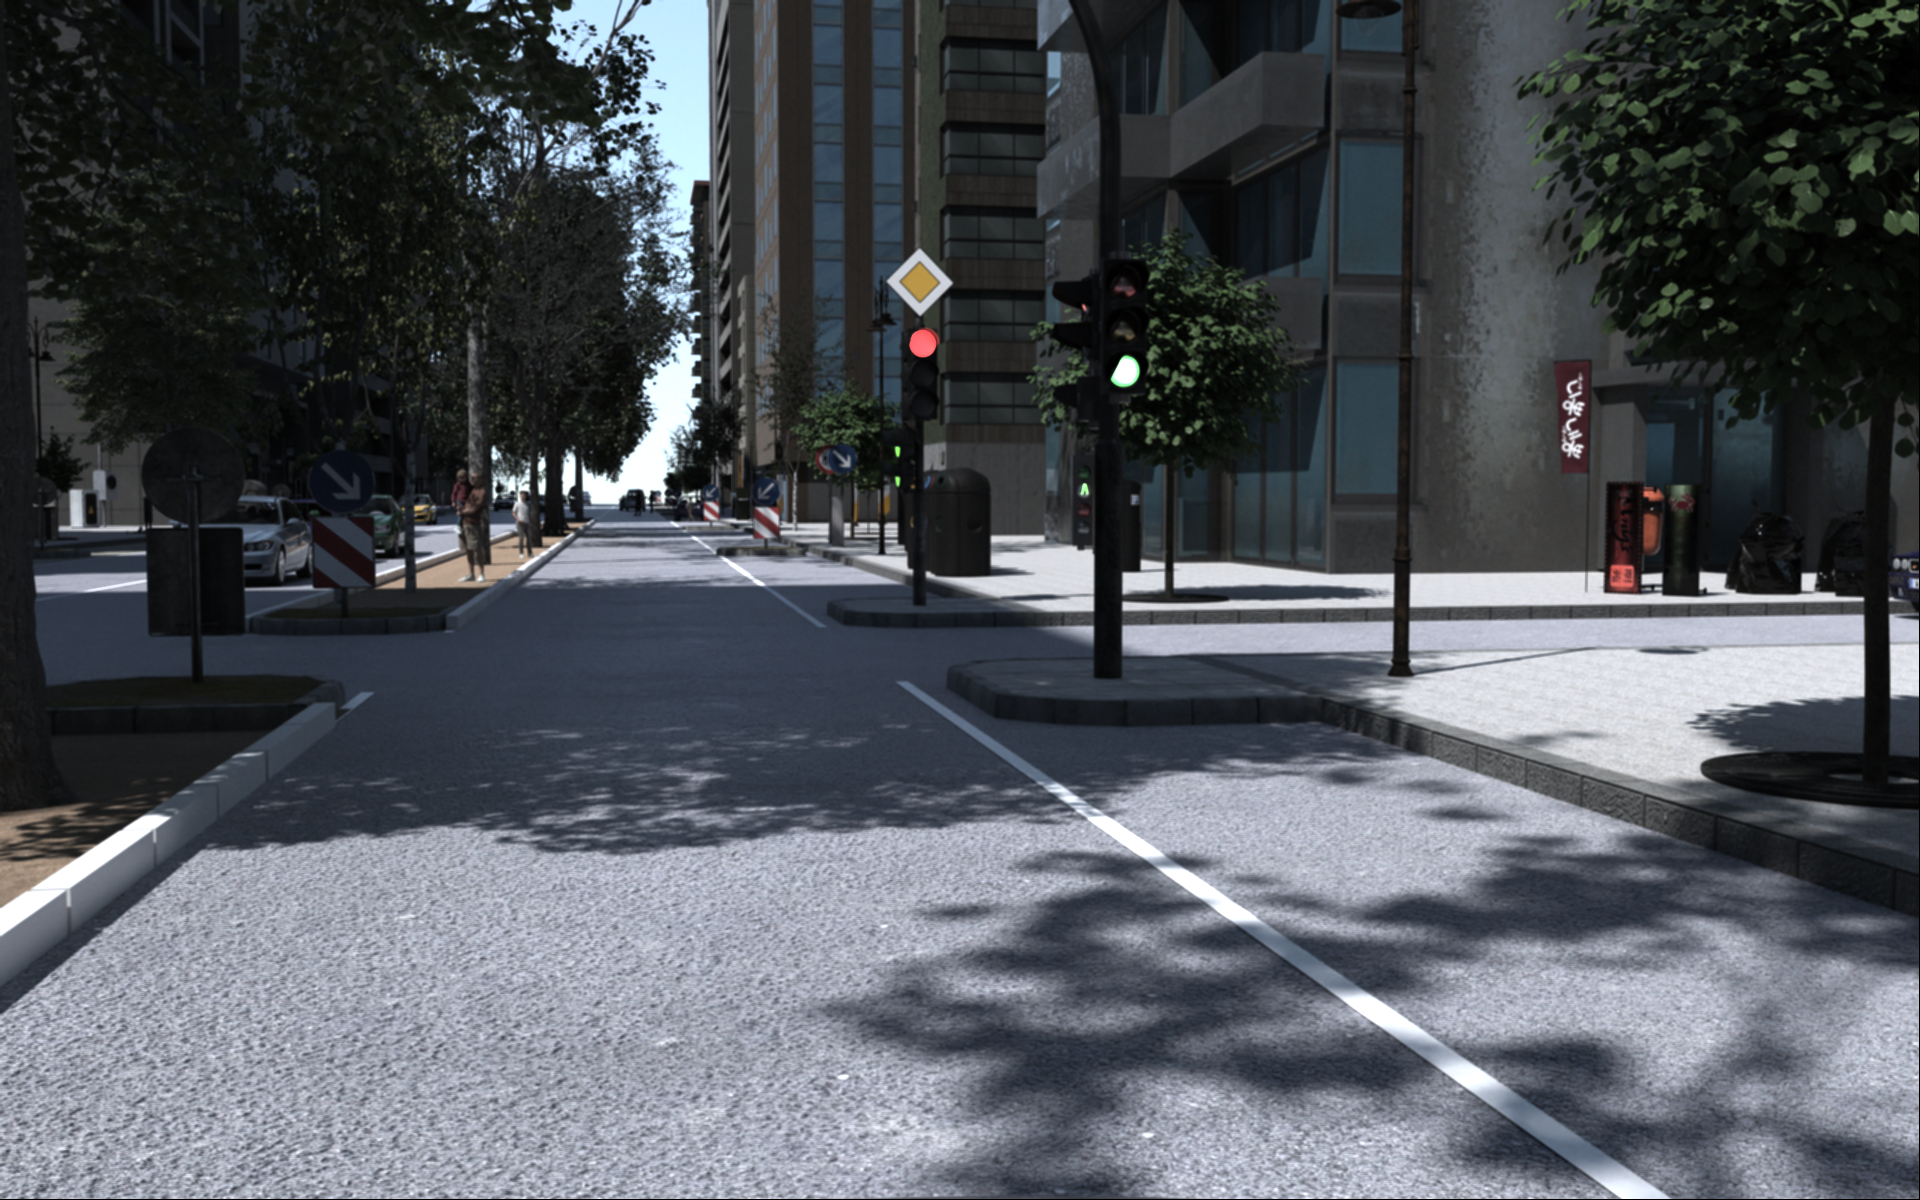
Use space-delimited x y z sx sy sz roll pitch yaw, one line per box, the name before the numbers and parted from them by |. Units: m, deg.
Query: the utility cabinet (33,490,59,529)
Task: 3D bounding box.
utility cabinet | -33.566 -3.334 63.194 1.173 1.500 0.318 0 4 2

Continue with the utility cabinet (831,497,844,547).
utility cabinet | -3.010 -1.925 42.636 0.306 1.237 1.020 0 4 -3

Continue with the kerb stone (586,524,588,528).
kerb stone | -15.011 -2.860 69.095 0.120 0.150 1.000 -1 4 -11

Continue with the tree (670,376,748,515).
tree | -14.859 -9.563 106.716 4.737 8.622 4.395 0 3 0

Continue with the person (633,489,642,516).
person | -21.461 -6.485 114.974 0.568 1.767 0.683 1 4 22

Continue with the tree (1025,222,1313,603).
tree | 2.614 -2.273 20.877 4.285 4.588 4.351 0 3 0

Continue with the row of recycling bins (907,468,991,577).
row of recycling bins | -0.170 -1.302 28.406 1.069 1.692 3.534 -1 4 -10

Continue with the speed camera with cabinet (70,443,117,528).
speed camera with cabinet | -33.144 -4.399 66.253 0.660 3.252 2.038 1 4 10

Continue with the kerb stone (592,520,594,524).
kerb stone | -16.726 -3.418 78.170 0.120 0.150 1.000 -1 4 -11

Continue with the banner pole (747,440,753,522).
banner pole | -9.675 -5.536 80.528 0.401 3.779 0.863 0 4 -1

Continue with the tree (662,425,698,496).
tree | -28.907 -14.091 180.752 4.360 8.622 3.978 0 3 0

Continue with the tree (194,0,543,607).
tree | -7.993 -4.409 24.903 4.737 8.622 4.395 0 3 0

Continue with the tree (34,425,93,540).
tree | -25.402 -3.302 48.587 1.663 3.219 1.824 0 3 0

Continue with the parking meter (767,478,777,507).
parking meter | -6.901 -3.524 63.327 0.399 1.863 0.255 0 4 4

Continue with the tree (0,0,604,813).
tree | -4.179 -5.295 7.158 7.486 12.596 7.792 0 3 0

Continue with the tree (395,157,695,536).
tree | -13.813 -8.489 58.264 9.611 12.733 9.660 0 3 0

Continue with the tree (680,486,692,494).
tree | -31.567 -12.590 200.454 1.663 3.219 1.824 0 3 0

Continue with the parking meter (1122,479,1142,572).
parking meter | 2.789 -1.229 28.500 0.372 1.533 0.369 0 3 0

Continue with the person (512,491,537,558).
person | -9.741 -1.693 38.773 0.523 1.515 0.503 1 4 12

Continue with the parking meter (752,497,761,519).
parking meter | -9.256 -4.501 79.307 0.255 1.863 0.399 0 4 2

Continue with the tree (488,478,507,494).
tree | -55.666 -13.127 209.219 1.663 3.219 1.824 0 3 0

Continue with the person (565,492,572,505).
person | -50.728 -13.160 224.495 0.721 1.723 1.217 2 4 31

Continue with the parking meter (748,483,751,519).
parking meter | -10.886 -5.185 90.493 0.255 1.863 0.399 2 4 24

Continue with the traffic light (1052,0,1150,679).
traffic light | -1.035 -2.252 11.491 4.771 5.953 1.251 -1 4 -11

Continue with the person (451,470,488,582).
person | -7.974 -1.206 28.200 0.580 1.828 0.573 -1 4 -10

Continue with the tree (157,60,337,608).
tree | -7.101 -4.084 19.585 4.737 8.622 4.395 0 3 0

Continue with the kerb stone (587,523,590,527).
kerb stone | -15.381 -2.992 71.116 0.120 0.150 1.000 -1 4 -11

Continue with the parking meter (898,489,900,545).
parking meter | -1.351 -2.317 43.602 0.399 1.863 0.255 1 4 12

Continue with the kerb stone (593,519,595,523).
kerb stone | -17.299 -3.608 81.187 0.120 0.150 1.000 -1 4 -11

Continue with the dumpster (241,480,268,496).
dumpster | -28.863 -3.941 70.198 1.264 1.857 1.865 -1 4 -11

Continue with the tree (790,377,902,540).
tree | -3.100 -3.966 48.556 4.285 4.588 4.351 0 3 0

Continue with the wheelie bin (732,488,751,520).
wheelie bin | -10.773 -4.740 85.402 0.980 1.594 0.693 -1 4 -17

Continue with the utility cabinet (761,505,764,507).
utility cabinet | -10.420 -5.081 94.242 0.306 1.237 1.020 3 5 44

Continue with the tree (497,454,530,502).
tree | -61.423 -17.768 240.874 4.360 8.622 3.978 0 3 0

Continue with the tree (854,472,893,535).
tree | -2.868 -3.692 54.964 1.663 3.219 1.824 0 3 0

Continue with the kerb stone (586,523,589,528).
kerb stone | -15.196 -2.925 70.111 0.120 0.150 1.000 -1 4 -11

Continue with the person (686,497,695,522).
person | -13.763 -4.623 88.366 0.640 1.303 0.475 2 4 35

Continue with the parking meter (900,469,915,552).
parking meter | -1.046 -2.007 38.532 0.399 1.863 0.255 1 4 16

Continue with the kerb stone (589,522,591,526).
kerb stone | -15.766 -3.115 73.124 0.120 0.150 1.000 -1 4 -11

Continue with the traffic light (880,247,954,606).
traffic light | -0.486 -1.893 19.865 0.839 4.253 0.868 -1 4 -11

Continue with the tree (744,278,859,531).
tree | -5.634 -6.714 60.130 4.360 8.622 3.978 0 3 0

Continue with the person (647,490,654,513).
person | -23.953 -7.628 134.046 0.721 1.723 1.217 -2 4 -27

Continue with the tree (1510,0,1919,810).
tree | 4.162 -1.460 7.587 4.285 4.588 4.351 0 3 0

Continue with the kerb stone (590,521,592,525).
kerb stone | -16.151 -3.238 75.133 0.120 0.150 1.000 -1 4 -11

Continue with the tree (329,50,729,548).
tree | -11.351 -8.135 45.842 12.009 13.543 11.850 0 3 0

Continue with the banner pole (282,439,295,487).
banner pole | -30.299 -5.387 78.099 0.863 3.779 0.401 1 4 20

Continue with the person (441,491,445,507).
person | -50.947 -9.869 170.781 0.530 1.710 0.541 -1 4 -11

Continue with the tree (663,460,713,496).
tree | -24.210 -10.743 159.355 4.285 4.588 4.351 0 3 0

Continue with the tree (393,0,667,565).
tree | -8.298 -10.719 33.609 12.611 20.169 13.585 0 3 0

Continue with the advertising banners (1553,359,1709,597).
advertising banners | 8.542 -1.589 22.172 0.090 3.025 2.074 -3 5 -43

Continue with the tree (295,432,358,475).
tree | -32.131 -6.413 88.572 4.285 4.588 4.351 0 3 0
